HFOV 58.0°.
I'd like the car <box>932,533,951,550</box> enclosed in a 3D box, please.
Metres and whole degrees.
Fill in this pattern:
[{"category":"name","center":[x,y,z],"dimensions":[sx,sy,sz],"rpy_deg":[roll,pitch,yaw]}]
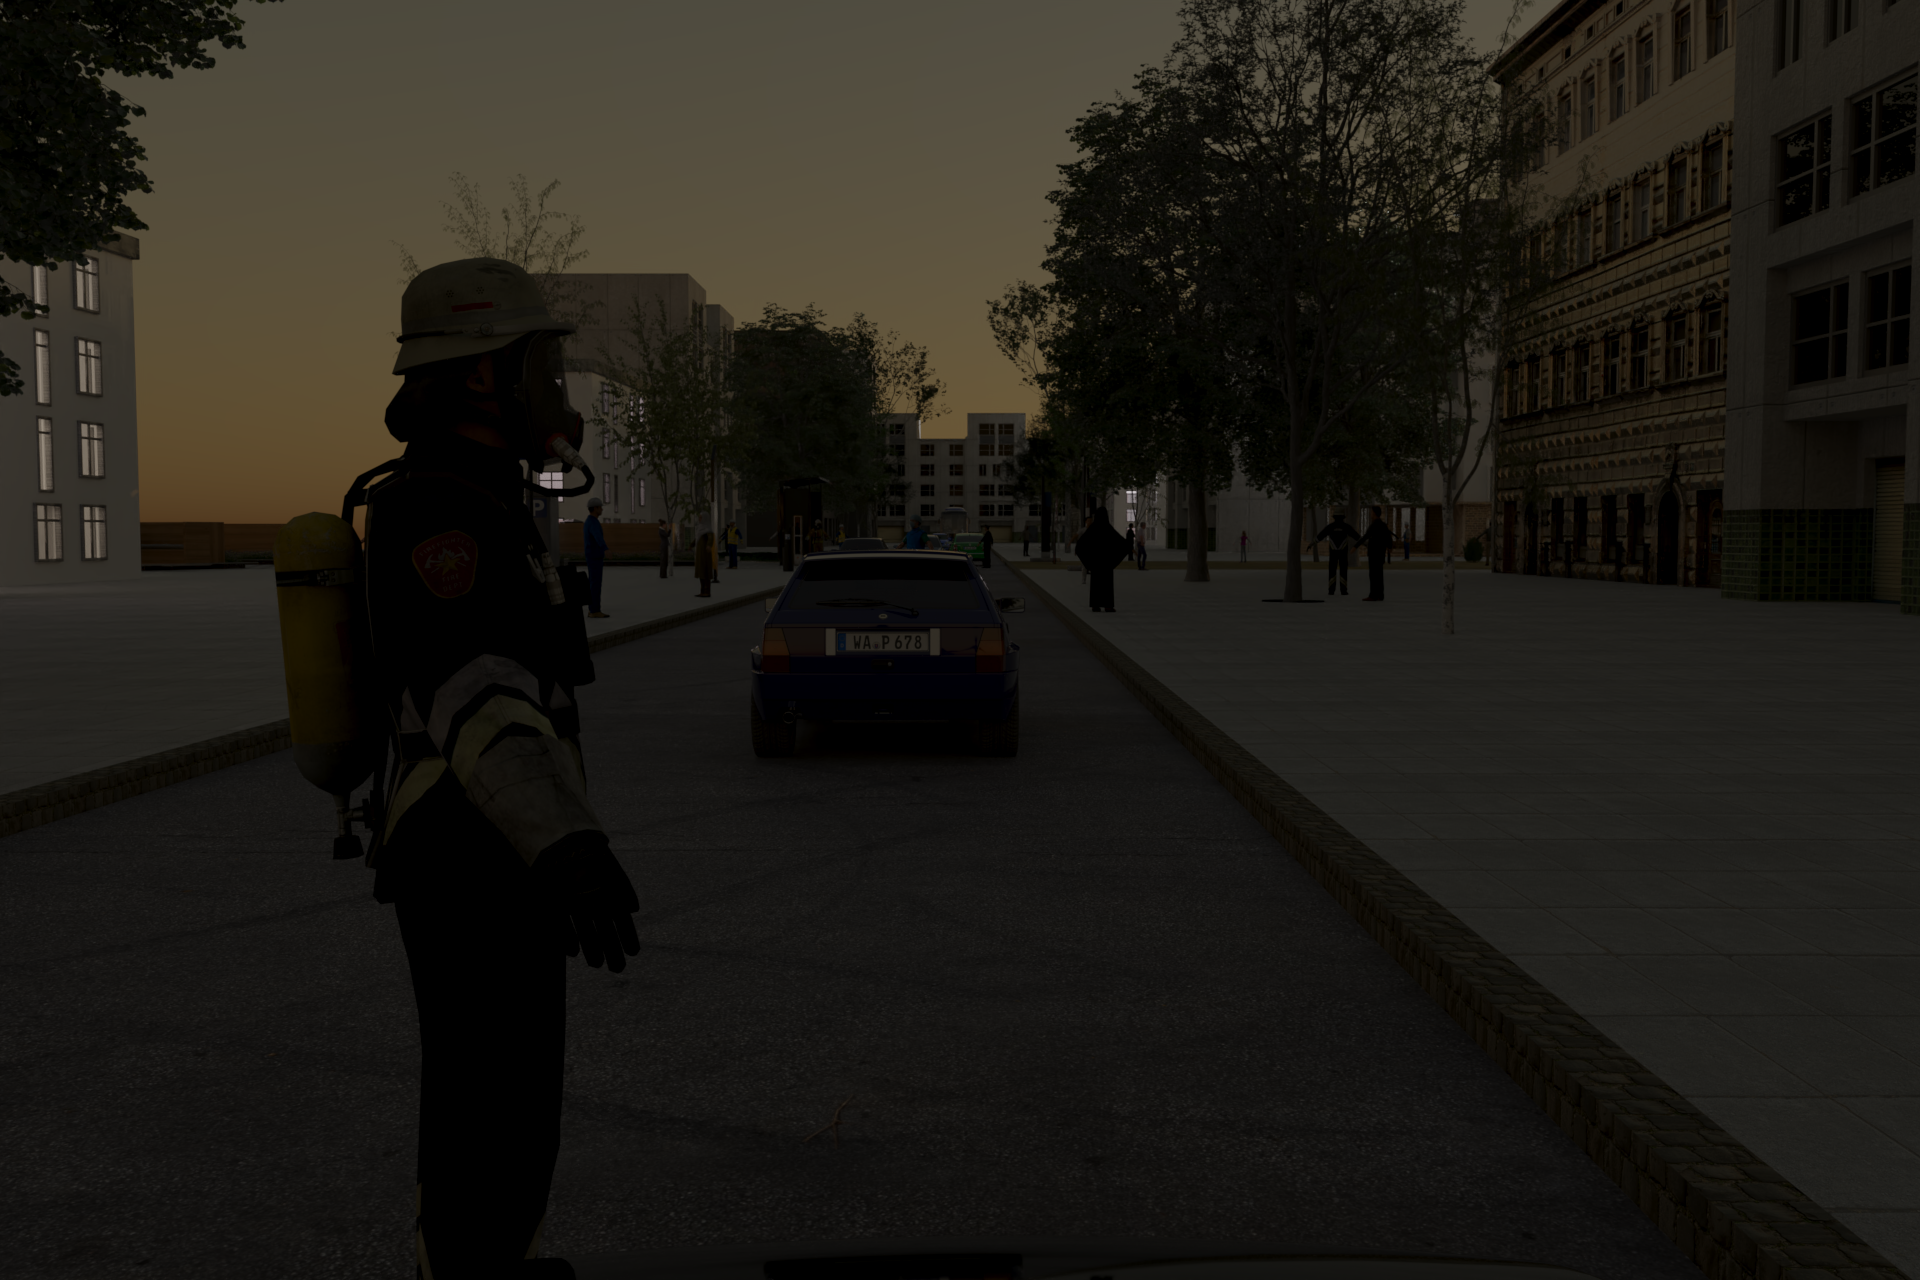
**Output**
[{"category":"car","center":[-1.720,-8.220,143.981],"dimensions":[1.945,1.707,3.694],"rpy_deg":[0,4,0]}]

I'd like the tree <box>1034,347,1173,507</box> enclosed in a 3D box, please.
[{"category":"tree","center":[7.404,-9.961,88.618],"dimensions":[9.928,11.665,9.643],"rpy_deg":[0,3,0]}]

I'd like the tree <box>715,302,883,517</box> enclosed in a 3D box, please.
[{"category":"tree","center":[-8.831,-11.452,93.892],"dimensions":[9.857,13.997,8.962],"rpy_deg":[0,3,0]}]

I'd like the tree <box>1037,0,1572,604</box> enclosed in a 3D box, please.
[{"category":"tree","center":[6.407,-7.446,32.120],"dimensions":[12.009,13.543,11.850],"rpy_deg":[0,3,0]}]

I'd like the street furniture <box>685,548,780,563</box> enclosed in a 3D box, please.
[{"category":"street furniture","center":[-9.750,-3.949,80.191],"dimensions":[10.072,0.657,5.734],"rpy_deg":[0,4,-5]}]

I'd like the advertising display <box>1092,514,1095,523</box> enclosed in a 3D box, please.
[{"category":"advertising display","center":[4.398,-3.145,56.631],"dimensions":[0.123,1.923,0.974],"rpy_deg":[0,4,0]}]

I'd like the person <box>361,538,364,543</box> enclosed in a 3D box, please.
[{"category":"person","center":[-11.856,-1.794,35.505],"dimensions":[0.704,1.807,1.345],"rpy_deg":[2,4,30]}]

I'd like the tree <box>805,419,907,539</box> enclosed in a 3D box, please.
[{"category":"tree","center":[-8.371,-11.821,127.692],"dimensions":[8.767,10.594,7.601],"rpy_deg":[-2,4,-28]}]

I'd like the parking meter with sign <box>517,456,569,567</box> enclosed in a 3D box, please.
[{"category":"parking meter with sign","center":[-6.924,-1.992,28.823],"dimensions":[0.543,3.016,1.738],"rpy_deg":[0,4,0]}]

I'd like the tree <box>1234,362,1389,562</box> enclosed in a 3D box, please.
[{"category":"tree","center":[15.988,-8.847,79.056],"dimensions":[7.601,10.594,8.767],"rpy_deg":[1,4,14]}]

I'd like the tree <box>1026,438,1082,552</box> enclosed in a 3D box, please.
[{"category":"tree","center":[7.032,-10.677,124.931],"dimensions":[4.737,8.622,4.395],"rpy_deg":[0,3,0]}]

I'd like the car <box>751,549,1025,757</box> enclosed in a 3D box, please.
[{"category":"car","center":[-0.483,0.007,12.468],"dimensions":[1.945,1.354,3.894],"rpy_deg":[0,4,0]}]

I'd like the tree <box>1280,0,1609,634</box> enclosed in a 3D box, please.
[{"category":"tree","center":[6.376,-4.392,22.179],"dimensions":[4.360,8.622,3.978],"rpy_deg":[0,3,0]}]

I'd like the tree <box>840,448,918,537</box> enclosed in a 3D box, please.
[{"category":"tree","center":[-8.139,-14.218,166.882],"dimensions":[8.767,10.594,7.601],"rpy_deg":[-2,4,-27]}]

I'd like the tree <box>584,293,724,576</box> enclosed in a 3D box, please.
[{"category":"tree","center":[-8.942,-6.236,52.326],"dimensions":[4.737,8.622,4.395],"rpy_deg":[0,3,0]}]

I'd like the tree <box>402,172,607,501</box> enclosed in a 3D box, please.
[{"category":"tree","center":[-8.659,-5.166,34.828],"dimensions":[4.360,8.622,3.978],"rpy_deg":[0,3,0]}]

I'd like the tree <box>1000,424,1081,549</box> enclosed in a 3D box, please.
[{"category":"tree","center":[7.290,-13.019,147.279],"dimensions":[7.601,10.594,8.767],"rpy_deg":[1,4,23]}]

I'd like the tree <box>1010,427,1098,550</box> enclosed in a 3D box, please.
[{"category":"tree","center":[7.530,-12.281,135.199],"dimensions":[7.601,10.594,8.767],"rpy_deg":[-1,4,-19]}]

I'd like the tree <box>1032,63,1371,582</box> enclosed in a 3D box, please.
[{"category":"tree","center":[6.382,-8.558,46.574],"dimensions":[9.857,13.997,8.962],"rpy_deg":[0,3,0]}]

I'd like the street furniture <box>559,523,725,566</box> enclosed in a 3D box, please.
[{"category":"street furniture","center":[-13.053,-3.909,70.774],"dimensions":[11.010,1.723,9.812],"rpy_deg":[0,4,-2]}]

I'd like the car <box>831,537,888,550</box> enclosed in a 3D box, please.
[{"category":"car","center":[-3.028,-2.553,54.322],"dimensions":[1.945,1.354,3.894],"rpy_deg":[0,4,0]}]

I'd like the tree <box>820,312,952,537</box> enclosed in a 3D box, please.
[{"category":"tree","center":[-7.055,-17.749,146.089],"dimensions":[12.611,20.169,13.585],"rpy_deg":[0,3,0]}]

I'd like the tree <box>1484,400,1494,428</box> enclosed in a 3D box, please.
[{"category":"tree","center":[28.901,-10.273,78.332],"dimensions":[12.009,13.543,11.850],"rpy_deg":[0,3,0]}]

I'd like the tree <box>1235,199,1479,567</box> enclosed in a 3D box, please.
[{"category":"tree","center":[15.405,-9.840,67.546],"dimensions":[9.857,13.997,8.962],"rpy_deg":[0,3,0]}]

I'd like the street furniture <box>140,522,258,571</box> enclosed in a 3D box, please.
[{"category":"street furniture","center":[-30.678,-3.500,64.072],"dimensions":[11.010,1.723,9.812],"rpy_deg":[1,4,20]}]

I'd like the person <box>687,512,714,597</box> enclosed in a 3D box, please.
[{"category":"person","center":[-5.272,-1.736,35.164],"dimensions":[0.721,1.736,1.217],"rpy_deg":[-2,4,-28]}]

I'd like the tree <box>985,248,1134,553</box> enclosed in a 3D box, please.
[{"category":"tree","center":[8.340,-15.801,114.233],"dimensions":[12.611,20.169,13.585],"rpy_deg":[0,3,0]}]

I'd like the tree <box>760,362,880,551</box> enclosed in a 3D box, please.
[{"category":"tree","center":[-8.555,-10.948,104.757],"dimensions":[9.928,11.665,9.643],"rpy_deg":[0,3,0]}]

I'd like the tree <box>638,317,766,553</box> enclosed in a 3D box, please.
[{"category":"tree","center":[-8.868,-6.691,59.766],"dimensions":[4.737,8.622,4.395],"rpy_deg":[0,3,0]}]

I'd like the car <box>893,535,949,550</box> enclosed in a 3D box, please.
[{"category":"car","center":[-1.410,-3.118,62.975],"dimensions":[2.014,1.417,4.499],"rpy_deg":[0,4,1]}]

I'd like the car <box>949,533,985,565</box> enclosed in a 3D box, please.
[{"category":"car","center":[0.416,-4.261,78.469],"dimensions":[1.959,1.807,4.718],"rpy_deg":[0,4,-1]}]

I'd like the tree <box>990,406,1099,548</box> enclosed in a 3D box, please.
[{"category":"tree","center":[8.010,-15.260,159.866],"dimensions":[12.009,13.543,11.850],"rpy_deg":[0,3,0]}]

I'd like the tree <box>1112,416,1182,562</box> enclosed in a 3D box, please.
[{"category":"tree","center":[7.978,-7.893,79.420],"dimensions":[4.360,8.622,3.978],"rpy_deg":[0,3,0]}]

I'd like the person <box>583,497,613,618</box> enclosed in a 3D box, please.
[{"category":"person","center":[-5.578,-1.268,26.612],"dimensions":[0.705,1.842,1.347],"rpy_deg":[-1,4,-22]}]

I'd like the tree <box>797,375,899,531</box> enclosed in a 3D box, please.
[{"category":"tree","center":[-7.830,-11.530,114.273],"dimensions":[9.928,11.665,9.643],"rpy_deg":[0,3,0]}]

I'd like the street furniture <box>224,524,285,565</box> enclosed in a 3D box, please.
[{"category":"street furniture","center":[-31.534,-4.170,75.037],"dimensions":[9.812,1.723,11.010],"rpy_deg":[0,4,-2]}]

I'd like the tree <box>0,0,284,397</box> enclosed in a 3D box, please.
[{"category":"tree","center":[-9.507,-6.497,12.878],"dimensions":[9.857,13.997,8.962],"rpy_deg":[0,3,0]}]

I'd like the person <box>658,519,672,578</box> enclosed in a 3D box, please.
[{"category":"person","center":[-8.447,-2.638,49.983],"dimensions":[0.742,1.727,0.445],"rpy_deg":[3,5,40]}]

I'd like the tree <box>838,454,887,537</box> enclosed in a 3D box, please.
[{"category":"tree","center":[-8.176,-11.311,135.297],"dimensions":[4.360,8.622,3.978],"rpy_deg":[0,3,0]}]

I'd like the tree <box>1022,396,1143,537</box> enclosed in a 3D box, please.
[{"category":"tree","center":[7.444,-10.282,102.516],"dimensions":[8.767,10.594,7.601],"rpy_deg":[2,4,33]}]
